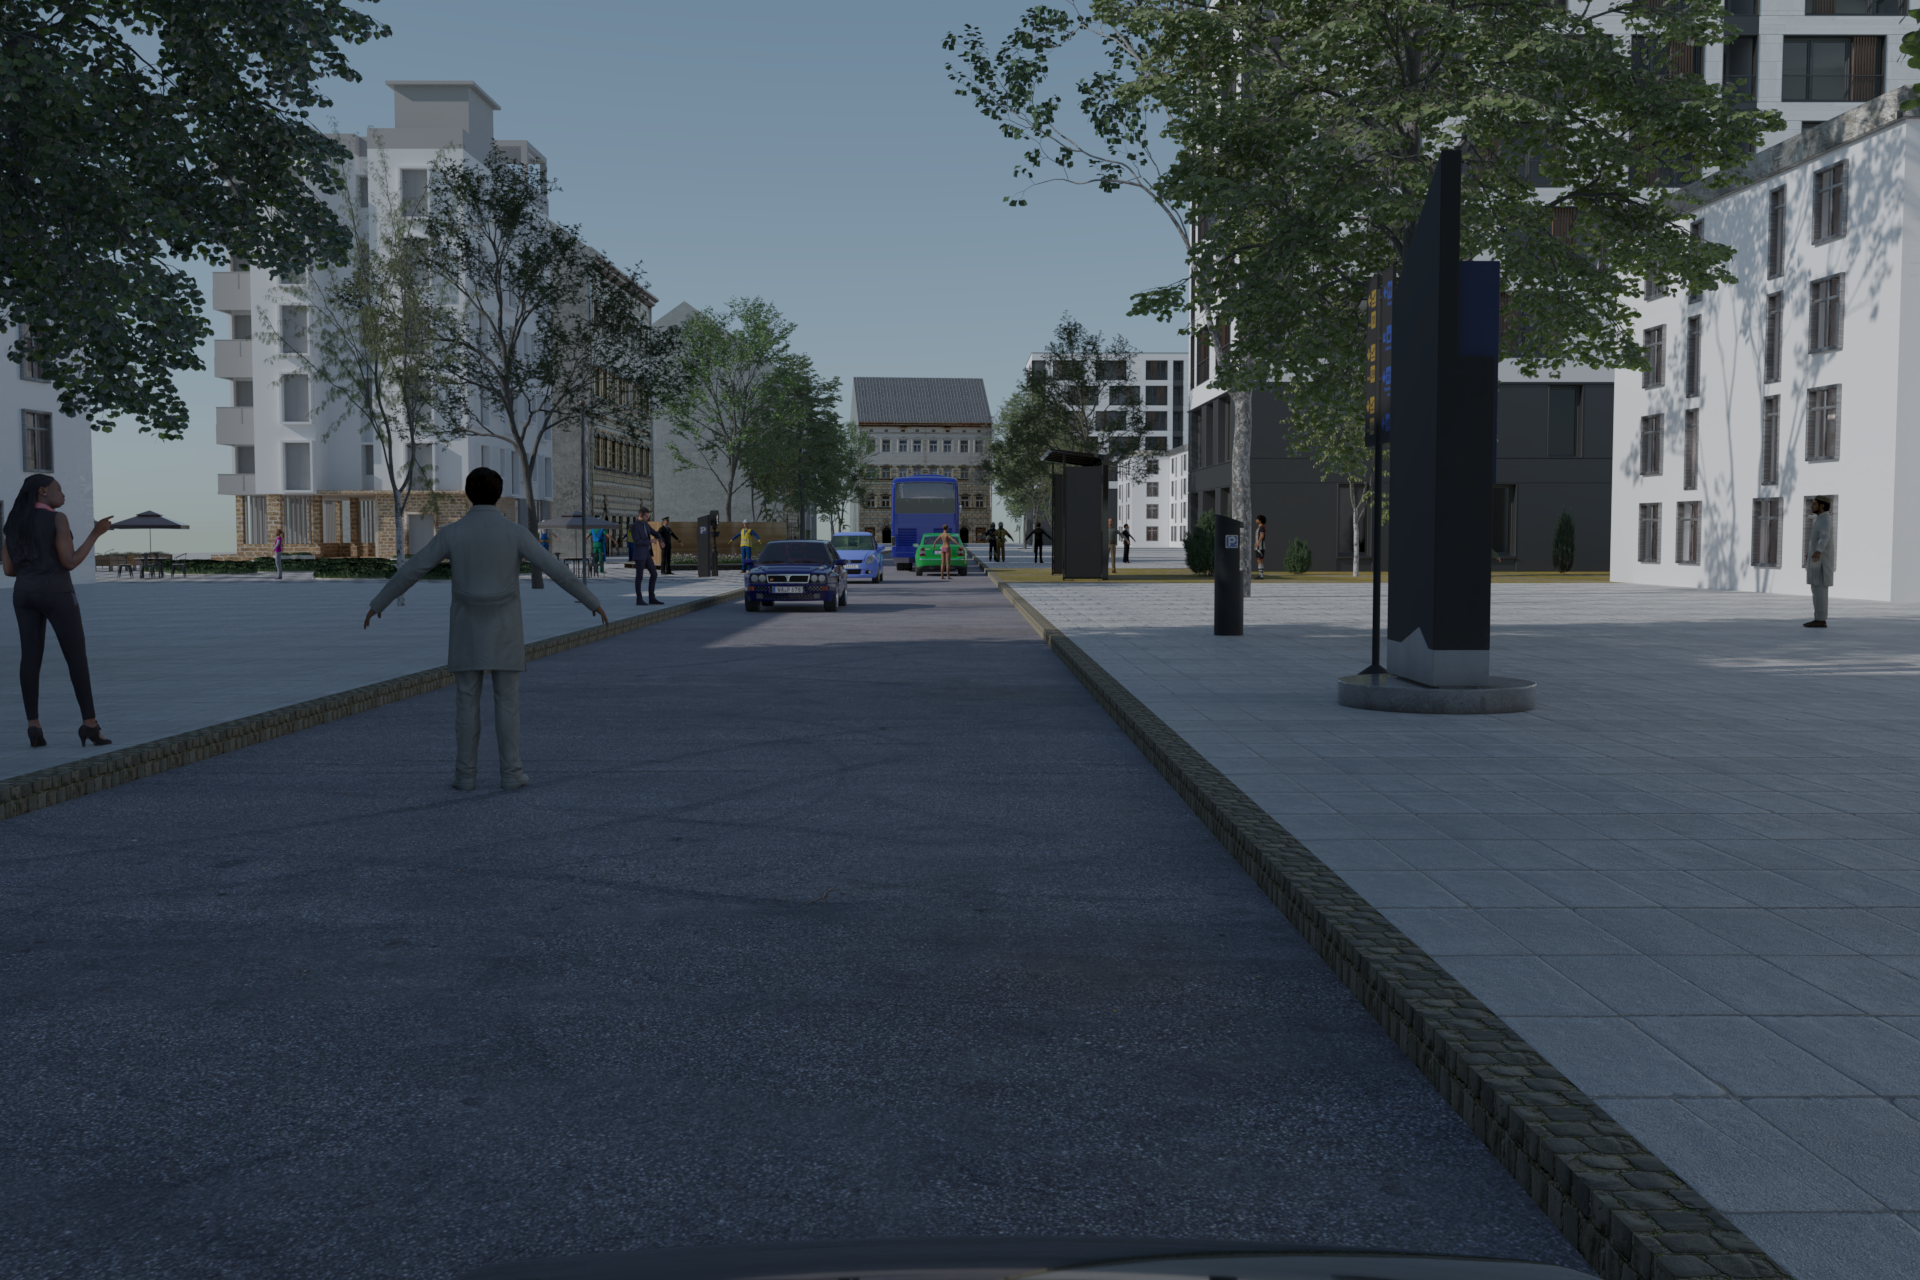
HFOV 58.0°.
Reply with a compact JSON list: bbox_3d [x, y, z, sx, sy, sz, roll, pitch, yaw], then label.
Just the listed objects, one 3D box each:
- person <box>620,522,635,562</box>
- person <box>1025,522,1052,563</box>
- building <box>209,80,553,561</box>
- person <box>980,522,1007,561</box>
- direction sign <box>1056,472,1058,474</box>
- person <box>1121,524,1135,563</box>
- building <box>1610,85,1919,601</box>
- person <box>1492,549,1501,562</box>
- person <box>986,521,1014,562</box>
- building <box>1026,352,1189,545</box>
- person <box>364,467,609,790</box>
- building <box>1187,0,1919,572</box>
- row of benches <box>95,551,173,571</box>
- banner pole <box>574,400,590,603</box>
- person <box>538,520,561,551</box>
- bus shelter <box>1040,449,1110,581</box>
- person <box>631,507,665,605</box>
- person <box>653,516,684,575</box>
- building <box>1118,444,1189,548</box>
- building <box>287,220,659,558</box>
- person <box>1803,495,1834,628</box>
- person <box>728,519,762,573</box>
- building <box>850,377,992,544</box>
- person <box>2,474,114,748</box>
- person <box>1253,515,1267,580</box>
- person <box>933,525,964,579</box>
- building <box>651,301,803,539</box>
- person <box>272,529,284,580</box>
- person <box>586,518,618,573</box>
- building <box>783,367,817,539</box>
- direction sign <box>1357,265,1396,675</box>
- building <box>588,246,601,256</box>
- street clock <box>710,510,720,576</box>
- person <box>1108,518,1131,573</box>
[{"bbox_3d":[-14.855,-4.416,78.175,1.349,1.833,0.705,3,5,42],"label":"person"},{"bbox_3d":[3.483,-4.304,76.553,1.347,1.806,0.705,1,4,18],"label":"person"},{"bbox_3d":[-25.246,-13.291,73.733,16.016,20.090,11.380,0,4,-1],"label":"building"},{"bbox_3d":[1.579,-4.679,82.286,1.354,1.856,0.705,-1,4,-17],"label":"person"},{"bbox_3d":[3.552,-4.374,63.516,0.379,3.537,0.876,0,4,-1],"label":"direction sign"},{"bbox_3d":[7.372,-4.237,75.989,0.721,1.740,1.216,2,4,35],"label":"person"},{"bbox_3d":[22.136,-5.540,32.721,9.099,9.664,28.070,0,4,-1],"label":"building"},{"bbox_3d":[9.557,-1.410,32.259,0.989,1.438,0.599,1,4,17],"label":"person"},{"bbox_3d":[1.855,-4.484,79.078,1.354,1.858,0.705,-1,4,-18],"label":"person"},{"bbox_3d":[21.886,-22.460,211.202,27.936,21.610,32.646,0,4,0],"label":"building"},{"bbox_3d":[-2.672,-0.070,9.780,1.347,1.806,0.705,-1,4,-11],"label":"person"},{"bbox_3d":[23.442,-14.095,74.429,27.936,21.610,32.646,0,4,0],"label":"building"},{"bbox_3d":[-29.284,-2.817,61.523,1.422,0.672,4.104,0,4,6],"label":"row of benches"},{"bbox_3d":[-7.035,-2.603,32.581,0.401,3.779,0.863,0,4,-1],"label":"banner pole"},{"bbox_3d":[-16.798,-3.923,69.994,1.347,1.847,0.705,-1,4,-10],"label":"person"},{"bbox_3d":[3.343,-3.637,50.745,1.731,3.624,6.357,0,4,0],"label":"bus shelter"},{"bbox_3d":[-5.576,-1.509,31.167,0.568,1.767,0.683,1,4,20],"label":"person"},{"bbox_3d":[-9.246,-2.977,54.604,0.705,1.837,1.347,2,4,33],"label":"person"},{"bbox_3d":[21.679,-14.176,173.919,9.099,9.664,28.070,0,4,-1],"label":"building"},{"bbox_3d":[-29.189,-16.630,102.833,19.493,23.208,18.063,0,4,0],"label":"building"},{"bbox_3d":[11.819,-1.087,23.859,0.704,1.819,1.344,1,4,23],"label":"person"},{"bbox_3d":[-7.036,-3.078,56.790,1.216,1.772,0.721,1,4,21],"label":"person"},{"bbox_3d":[-5.785,-24.960,241.483,18.063,23.208,19.493,0,4,-7],"label":"building"},{"bbox_3d":[-5.439,-0.181,10.472,0.593,1.643,0.415,-2,4,-34],"label":"person"},{"bbox_3d":[8.417,-2.603,48.704,0.704,1.843,1.345,1,4,8],"label":"person"},{"bbox_3d":[-0.399,-2.800,55.034,1.217,1.733,0.721,3,4,37],"label":"person"},{"bbox_3d":[-25.906,-20.914,172.874,19.493,23.208,18.063,0,4,0],"label":"building"},{"bbox_3d":[-19.322,-2.427,48.940,0.599,1.433,0.991,-1,4,-15],"label":"person"},{"bbox_3d":[-11.773,-3.085,56.574,1.347,1.817,0.704,2,4,24],"label":"person"},{"bbox_3d":[-26.251,-20.347,199.133,16.747,18.905,31.486,0,4,0],"label":"building"},{"bbox_3d":[3.652,-1.414,15.116,0.379,3.537,0.876,0,4,-1],"label":"direction sign"},{"bbox_3d":[-29.292,-15.829,115.222,16.016,20.090,11.380,0,4,0],"label":"building"},{"bbox_3d":[-7.437,-2.930,52.482,0.358,2.002,0.471,0,4,1],"label":"street clock"},{"bbox_3d":[4.946,-3.104,57.021,1.348,1.796,0.705,0,4,5],"label":"person"}]
